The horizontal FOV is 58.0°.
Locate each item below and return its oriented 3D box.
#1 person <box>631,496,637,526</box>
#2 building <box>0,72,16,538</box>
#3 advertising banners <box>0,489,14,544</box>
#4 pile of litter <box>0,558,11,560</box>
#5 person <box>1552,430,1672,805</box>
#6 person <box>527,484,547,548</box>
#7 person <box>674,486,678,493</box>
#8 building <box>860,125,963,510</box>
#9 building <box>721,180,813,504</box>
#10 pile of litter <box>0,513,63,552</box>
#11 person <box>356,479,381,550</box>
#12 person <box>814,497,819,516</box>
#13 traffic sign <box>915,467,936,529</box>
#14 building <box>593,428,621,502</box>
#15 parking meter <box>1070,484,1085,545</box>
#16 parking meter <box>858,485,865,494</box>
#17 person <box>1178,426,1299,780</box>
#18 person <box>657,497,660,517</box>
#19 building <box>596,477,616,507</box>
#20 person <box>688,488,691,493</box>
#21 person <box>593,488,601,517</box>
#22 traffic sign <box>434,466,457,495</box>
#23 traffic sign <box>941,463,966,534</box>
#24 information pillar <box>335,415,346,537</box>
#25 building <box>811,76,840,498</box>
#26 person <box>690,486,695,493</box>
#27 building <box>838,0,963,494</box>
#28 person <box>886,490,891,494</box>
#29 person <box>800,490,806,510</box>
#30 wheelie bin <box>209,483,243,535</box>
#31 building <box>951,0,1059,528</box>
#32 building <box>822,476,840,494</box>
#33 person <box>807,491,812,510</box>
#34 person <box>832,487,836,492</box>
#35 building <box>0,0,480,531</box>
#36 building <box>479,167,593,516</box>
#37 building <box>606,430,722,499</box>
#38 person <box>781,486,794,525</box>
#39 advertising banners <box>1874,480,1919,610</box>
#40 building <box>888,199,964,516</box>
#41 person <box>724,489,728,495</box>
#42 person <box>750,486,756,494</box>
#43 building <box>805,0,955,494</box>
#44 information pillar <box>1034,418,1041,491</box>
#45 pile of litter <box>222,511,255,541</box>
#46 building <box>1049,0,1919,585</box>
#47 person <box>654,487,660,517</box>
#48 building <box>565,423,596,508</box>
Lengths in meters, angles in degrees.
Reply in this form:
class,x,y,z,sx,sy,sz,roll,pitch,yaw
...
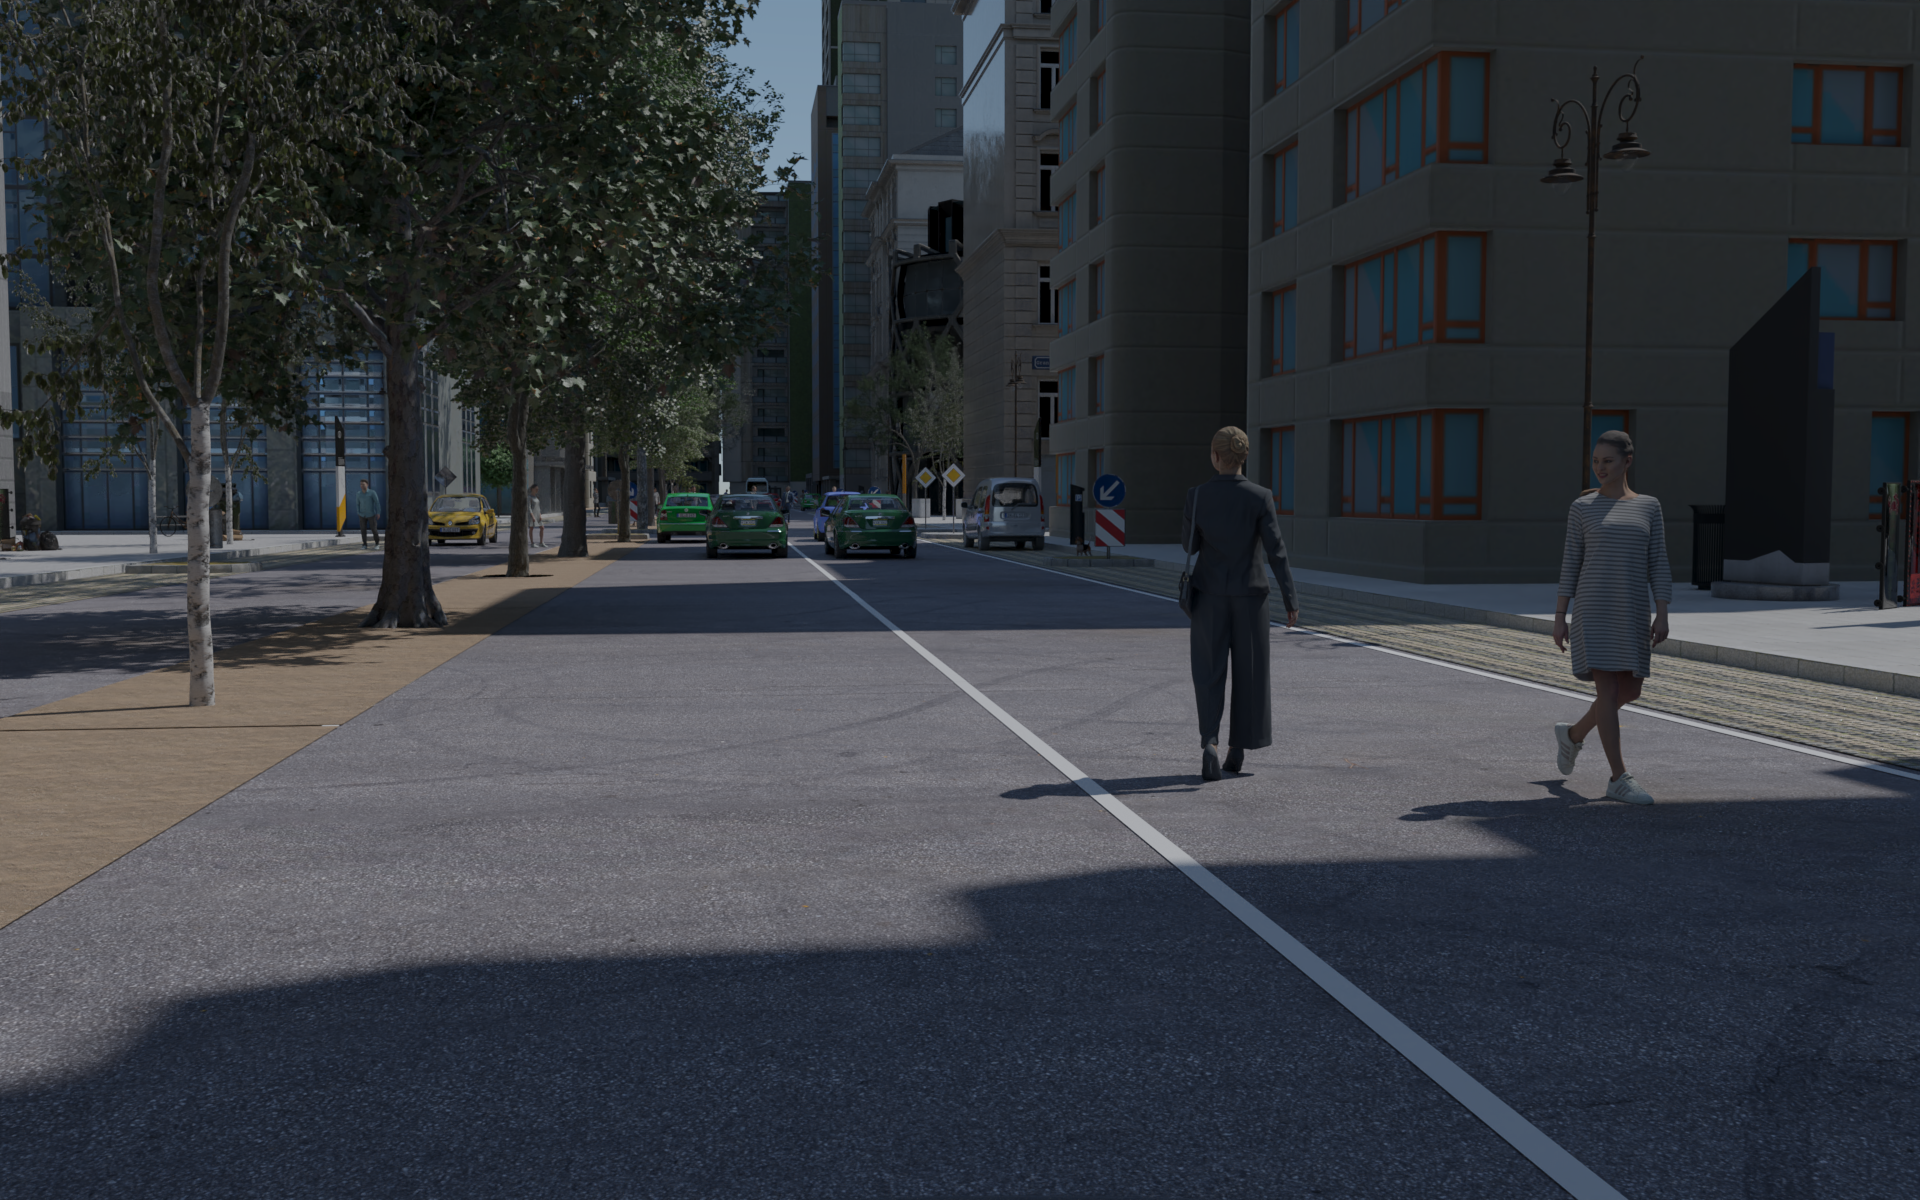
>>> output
class,x,y,z,sx,sy,sz,roll,pitch,yaw
person,-14.606,-4.251,78.102,0.616,1.811,0.778,-2,4,-32
building,-38.818,-30.384,38.781,28.212,58.520,21.231,0,4,-8
advertising banners,-23.434,-2.751,41.163,2.074,3.025,0.090,1,4,13
pile of litter,-19.385,-1.198,33.558,1.719,0.858,1.176,-1,4,-21
person,3.078,0.059,8.292,0.466,1.731,0.760,-1,4,-20
person,-11.379,-2.251,46.304,0.522,1.701,0.512,1,4,20
person,-10.778,-3.392,64.638,0.598,1.740,0.731,1,4,22
building,0.425,-20.840,128.129,14.401,28.519,23.554,0,4,-8
building,-24.398,-33.276,227.663,14.086,41.232,14.154,0,4,-8
pile of litter,-21.161,-1.539,39.125,1.719,0.858,1.176,-3,5,-42
person,-15.229,-2.210,44.652,0.660,1.820,0.620,0,4,2
person,-9.383,-6.105,112.997,0.332,1.250,0.352,0,4,5
traffic sign,-1.276,-3.700,64.145,0.795,2.450,0.064,0,4,-8
building,-53.705,-33.268,198.551,28.867,44.769,22.147,0,4,-8
parking meter,2.970,-2.165,43.816,0.372,1.533,0.369,0,3,0
parking meter,-6.552,-6.705,115.336,0.399,1.863,0.255,-1,4,-18
person,1.393,0.009,8.773,0.576,1.772,0.534,0,4,-6
person,-18.840,-5.829,108.476,0.373,1.253,0.362,0,4,-5
building,-51.677,-29.524,174.599,32.217,40.220,23.993,0,4,-8
person,-15.577,-5.565,99.827,0.374,1.781,0.599,2,4,28
person,-22.314,-5.975,106.375,0.473,1.802,0.592,2,4,25
traffic sign,-18.369,-3.562,61.876,0.795,2.450,0.064,0,4,-8
traffic sign,-0.212,-3.216,56.231,0.795,2.450,0.064,0,4,-8
information pillar,-18.561,-3.701,51.862,0.183,3.616,0.504,0,4,3
building,-8.769,-32.856,187.306,14.600,45.320,14.200,0,4,-8
person,-11.287,-3.943,73.243,0.678,1.792,0.850,-2,4,-28
building,-3.478,-28.435,148.505,14.154,41.232,14.086,0,4,-8
person,-2.908,-3.643,69.871,0.330,1.601,0.589,-1,4,-16
person,-14.173,-9.068,156.758,0.705,1.824,1.348,2,4,23
wheelie bin,-20.825,-2.525,49.194,0.693,1.594,0.980,3,5,42
building,12.868,-16.788,71.750,25.104,27.353,12.463,0,4,-8
building,2.904,-29.195,169.224,32.217,40.220,23.993,0,4,-8
person,-13.847,-9.088,158.026,0.436,1.711,0.756,-3,4,-38
person,-5.789,-4.322,79.588,0.576,1.772,0.534,0,4,3
building,-32.443,-46.486,72.713,22.319,86.520,31.000,0,4,-8
building,-36.806,-30.133,112.275,23.786,49.044,30.456,0,4,-8
building,-42.633,-37.031,229.163,21.600,48.544,21.300,0,4,-8
person,-8.143,-4.451,81.464,0.721,1.800,0.419,1,4,12
advertising banners,10.883,-1.440,19.725,2.074,3.025,0.090,-3,5,-43
building,3.882,-14.685,107.554,16.820,18.784,16.811,0,4,-8
person,-19.321,-8.296,144.013,0.599,1.838,0.709,1,4,23
person,-9.637,-4.439,81.180,0.767,1.812,0.694,1,4,17
building,-7.645,-46.847,204.195,20.563,71.187,20.611,0,4,-8
information pillar,2.393,-3.793,53.373,0.183,3.616,0.504,-1,4,-15
pile of litter,-20.224,-2.053,47.538,1.719,0.858,1.176,-2,4,-29
building,18.361,-11.926,40.027,27.650,21.520,28.899,0,4,-8
person,-18.884,-6.031,106.960,0.661,1.843,0.795,-2,4,-27
building,-46.625,-18.601,149.165,27.650,21.520,28.899,0,4,-8
